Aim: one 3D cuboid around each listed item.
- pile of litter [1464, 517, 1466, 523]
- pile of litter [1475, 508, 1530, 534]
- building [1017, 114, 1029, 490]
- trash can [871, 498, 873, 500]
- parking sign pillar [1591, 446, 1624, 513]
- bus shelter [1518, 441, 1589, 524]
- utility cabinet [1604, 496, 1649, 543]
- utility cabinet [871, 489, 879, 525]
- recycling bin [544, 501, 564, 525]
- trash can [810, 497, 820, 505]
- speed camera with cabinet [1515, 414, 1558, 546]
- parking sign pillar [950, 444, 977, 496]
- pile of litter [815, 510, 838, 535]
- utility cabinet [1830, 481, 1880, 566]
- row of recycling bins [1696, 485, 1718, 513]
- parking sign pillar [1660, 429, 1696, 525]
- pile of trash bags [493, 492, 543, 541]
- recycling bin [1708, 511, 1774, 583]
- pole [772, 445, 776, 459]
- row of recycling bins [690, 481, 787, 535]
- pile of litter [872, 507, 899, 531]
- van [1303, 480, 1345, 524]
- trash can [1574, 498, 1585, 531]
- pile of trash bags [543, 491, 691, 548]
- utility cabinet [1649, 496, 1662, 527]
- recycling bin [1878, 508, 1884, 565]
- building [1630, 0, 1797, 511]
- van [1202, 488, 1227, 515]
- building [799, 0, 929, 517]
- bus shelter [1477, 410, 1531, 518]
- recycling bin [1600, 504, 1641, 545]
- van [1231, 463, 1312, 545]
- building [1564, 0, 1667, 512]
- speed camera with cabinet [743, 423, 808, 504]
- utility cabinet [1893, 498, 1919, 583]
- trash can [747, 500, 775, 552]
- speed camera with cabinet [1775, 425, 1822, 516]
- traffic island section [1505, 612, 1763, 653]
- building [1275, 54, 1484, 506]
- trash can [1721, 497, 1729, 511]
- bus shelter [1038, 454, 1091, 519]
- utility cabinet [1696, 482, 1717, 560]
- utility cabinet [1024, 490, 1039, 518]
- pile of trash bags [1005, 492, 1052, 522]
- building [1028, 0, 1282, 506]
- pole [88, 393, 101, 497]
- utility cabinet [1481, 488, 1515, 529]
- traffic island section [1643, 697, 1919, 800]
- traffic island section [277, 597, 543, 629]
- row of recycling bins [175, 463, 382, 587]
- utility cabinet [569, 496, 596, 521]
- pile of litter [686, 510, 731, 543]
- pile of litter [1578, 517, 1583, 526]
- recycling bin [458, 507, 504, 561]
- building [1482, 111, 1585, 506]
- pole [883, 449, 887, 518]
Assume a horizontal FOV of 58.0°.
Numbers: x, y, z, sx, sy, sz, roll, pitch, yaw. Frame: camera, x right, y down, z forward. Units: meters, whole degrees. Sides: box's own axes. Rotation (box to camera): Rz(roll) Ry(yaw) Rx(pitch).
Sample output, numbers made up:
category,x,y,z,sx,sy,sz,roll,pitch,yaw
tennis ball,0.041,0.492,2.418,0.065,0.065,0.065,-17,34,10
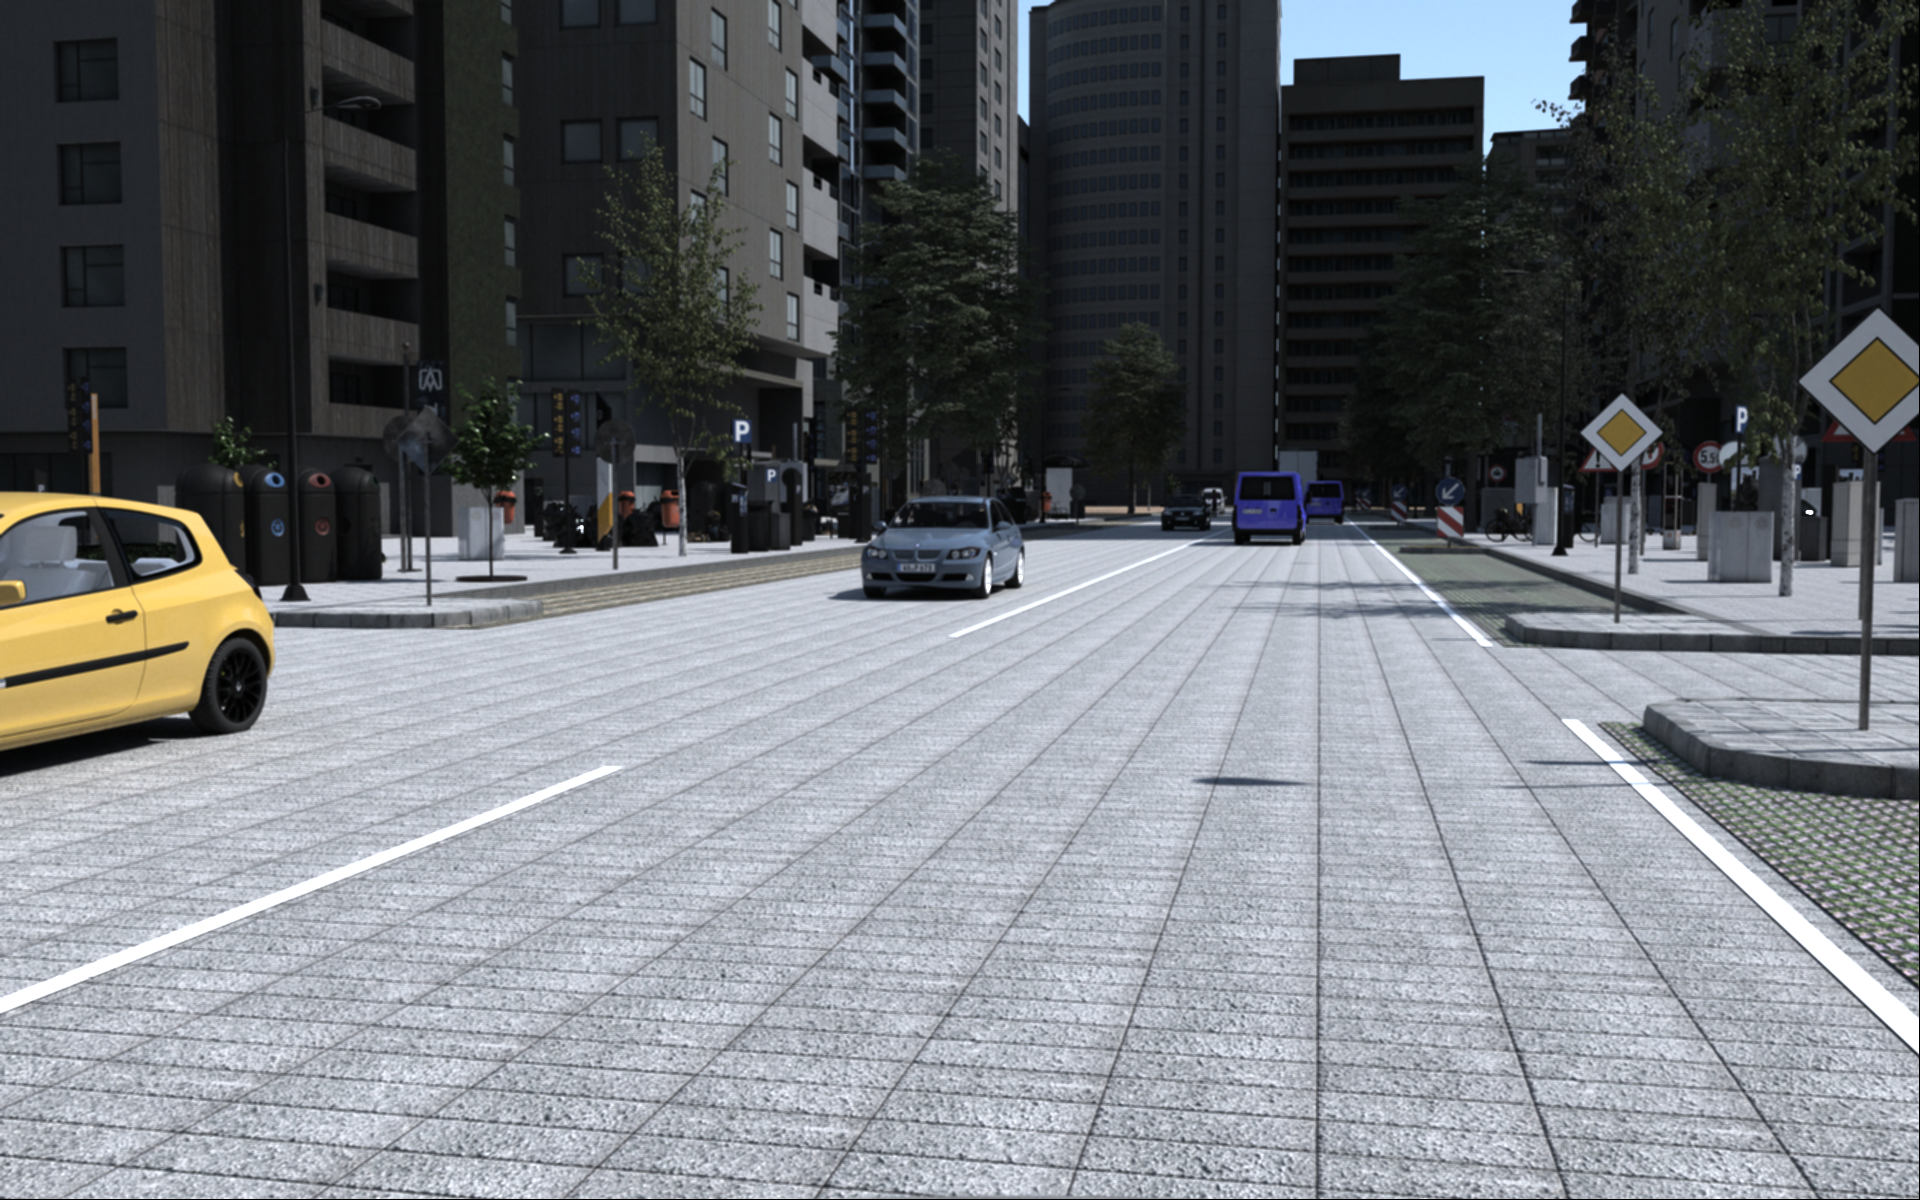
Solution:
category,x,y,z,sx,sy,sz,roll,pitch,yaw
pile of litter,21.711,-3.797,76.053,1.719,0.858,1.176,-2,4,-31
pile of litter,17.525,-2.561,55.832,1.176,0.858,1.719,-3,5,-43
building,0.972,-33.714,201.341,14.200,45.320,14.600,1,4,12
trash can,-3.295,-2.852,58.288,0.748,1.137,0.748,0,3,0
parking sign pillar,29.274,-5.494,78.303,1.447,3.967,1.447,0,4,4
bus shelter,23.586,-4.596,69.065,2.014,3.302,5.546,1,4,12
utility cabinet,17.647,-2.131,46.000,1.020,1.237,0.306,1,4,11
utility cabinet,-3.711,-3.780,70.487,0.318,1.500,1.173,-3,5,-43
recycling bin,-14.808,-3.063,62.635,0.722,1.027,0.722,2,4,34
trash can,-6.699,-4.087,78.482,0.748,1.137,0.748,0,3,0
speed camera with cabinet,14.566,-2.994,43.285,0.660,3.252,2.038,3,5,42
parking sign pillar,0.186,-6.042,87.260,1.447,3.967,1.447,-1,4,-18
pile of litter,-4.352,-2.498,54.808,1.176,0.858,1.719,1,4,22
utility cabinet,15.826,-1.343,30.632,1.173,1.500,0.318,-3,4,-39
row of recycling bins,33.637,-4.378,78.689,1.069,1.692,3.534,3,4,38
parking sign pillar,29.649,-5.077,71.478,1.447,3.967,1.447,3,5,41
pile of trash bags,-11.198,-2.327,47.804,3.447,1.369,1.912,0,4,6
recycling bin,11.403,-0.780,25.310,0.722,1.027,0.722,1,4,9
pole,-7.709,-4.775,71.911,0.158,3.312,0.155,0,3,0
row of recycling bins,-6.988,-2.956,55.447,3.534,1.692,1.069,-3,5,-41
pile of litter,-2.529,-2.817,60.016,1.176,0.858,1.719,-3,5,-44
van,17.642,-4.892,84.373,2.240,2.365,5.245,1,4,10
trash can,20.168,-2.777,57.056,0.748,1.137,0.748,0,3,0
pile of trash bags,-8.146,-1.998,42.417,1.912,1.369,3.447,3,4,38
utility cabinet,27.192,-3.421,67.091,0.306,1.237,1.020,-3,4,-39
recycling bin,16.419,-1.170,31.691,0.722,1.027,0.722,1,4,17
building,56.512,-31.406,102.726,28.713,52.752,27.495,1,4,12
van,17.573,-6.948,120.619,2.013,2.044,4.112,1,4,10
building,-14.388,-48.901,112.208,22.319,86.520,31.000,1,4,12
bus shelter,25.081,-6.293,80.523,2.179,5.291,8.768,1,4,12
recycling bin,16.935,-1.948,44.399,0.722,1.027,0.722,-2,4,-34
van,9.033,-2.808,50.294,2.240,2.365,5.245,1,4,13
building,58.293,-29.156,131.328,22.147,44.769,28.867,1,4,12
speed camera with cabinet,-5.302,-3.294,48.189,2.038,3.252,0.660,1,4,8
utility cabinet,14.154,-0.855,25.144,1.020,1.237,0.306,0,4,5
trash can,-4.510,-1.654,38.691,0.748,1.137,0.748,0,3,0
speed camera with cabinet,23.206,-3.286,48.062,0.660,3.252,2.038,0,4,-5
traffic island section,6.560,0.308,17.245,2.009,0.180,2.903,1,4,12
building,46.806,-34.953,195.183,21.600,48.544,21.300,1,4,12
trash can,36.537,-4.318,82.258,0.748,1.137,0.748,0,3,0
bus shelter,5.536,-5.944,91.107,2.014,3.302,5.546,1,4,12
utility cabinet,14.447,-1.518,33.491,0.318,1.500,1.173,1,4,21
utility cabinet,3.689,-5.169,93.184,1.173,1.500,0.318,-1,4,-17
pile of trash bags,2.814,-4.353,80.930,3.447,1.369,1.912,-2,4,-32
building,22.502,-40.265,200.327,28.212,58.520,21.231,1,4,12
pole,-17.585,-2.529,35.186,0.158,3.312,0.155,0,3,0
utility cabinet,19.717,-3.351,63.466,1.173,1.500,0.318,-1,4,-10
traffic island section,4.936,0.786,9.426,2.009,0.180,2.903,1,4,12
traffic island section,-6.111,0.147,19.872,2.009,0.180,2.903,1,4,12
row of recycling bins,-9.675,-1.074,24.677,1.069,1.692,3.534,1,4,22
utility cabinet,-14.174,-3.291,64.963,1.020,1.237,0.306,-3,5,-42
pile of litter,-6.833,-1.978,46.298,1.176,0.858,1.719,3,5,45
pile of litter,22.667,-3.125,65.059,1.719,0.858,1.176,-1,4,-21
recycling bin,-9.271,-1.283,33.527,0.722,1.027,0.722,-2,4,-30
building,64.679,-30.870,188.314,14.086,41.232,14.154,1,4,12
pole,-3.372,-5.136,77.809,0.158,3.312,0.155,0,3,0
